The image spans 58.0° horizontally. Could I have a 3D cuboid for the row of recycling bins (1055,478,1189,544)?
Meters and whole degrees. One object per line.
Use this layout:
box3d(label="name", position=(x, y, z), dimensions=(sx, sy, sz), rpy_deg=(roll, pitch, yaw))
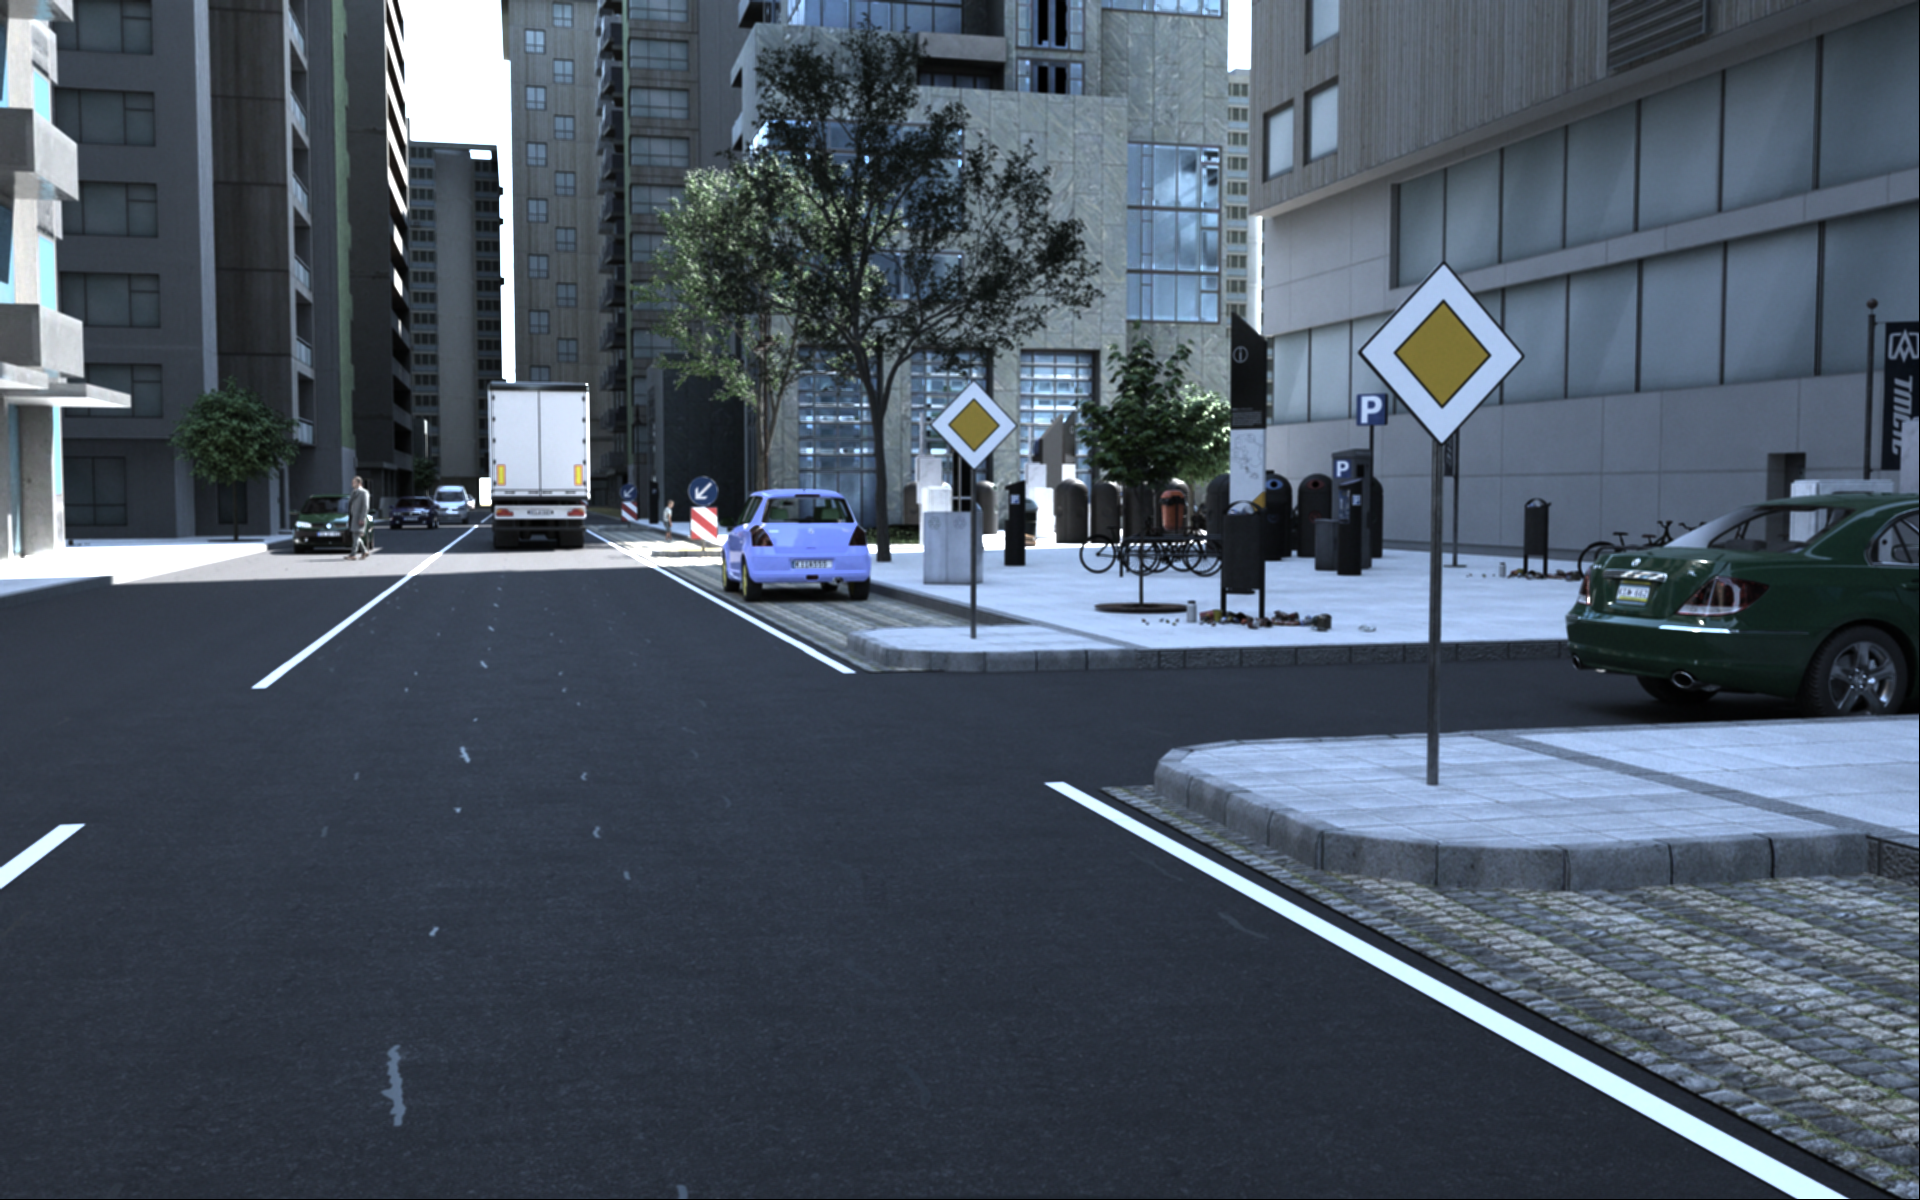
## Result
box3d(label="row of recycling bins", position=(4.260, -2.332, 45.241), dimensions=(3.534, 1.692, 1.069), rpy_deg=(-1, 4, -9))

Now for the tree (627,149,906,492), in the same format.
box3d(label="tree", position=(-5.738, -7.673, 51.212), dimensions=(9.928, 11.665, 9.643), rpy_deg=(0, 3, 0))

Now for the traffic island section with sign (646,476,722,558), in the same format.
box3d(label="traffic island section with sign", position=(-6.078, -1.907, 39.808), dimensions=(1.989, 1.847, 2.006), rpy_deg=(-1, 4, -14))

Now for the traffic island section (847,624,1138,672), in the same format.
box3d(label="traffic island section", position=(0.137, 0.420, 15.408), dimensions=(2.009, 0.180, 2.903), rpy_deg=(-1, 4, -14))

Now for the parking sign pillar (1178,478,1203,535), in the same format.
box3d(label="parking sign pillar", position=(6.776, -3.970, 53.375), dimensions=(1.447, 3.967, 1.447), rpy_deg=(-1, 4, -16))

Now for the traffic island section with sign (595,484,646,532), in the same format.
box3d(label="traffic island section with sign", position=(-12.858, -3.539, 66.489), dimensions=(1.989, 1.847, 2.006), rpy_deg=(-1, 4, -14))

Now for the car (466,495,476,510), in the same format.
box3d(label="car", position=(-44.918, -8.834, 156.803), dimensions=(2.083, 1.381, 4.827), rpy_deg=(-1, 4, -16))

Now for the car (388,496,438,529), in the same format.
box3d(label="car", position=(-22.610, -3.619, 71.750), dimensions=(1.945, 1.354, 3.894), rpy_deg=(-1, 4, -13))

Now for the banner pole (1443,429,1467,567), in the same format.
box3d(label="banner pole", position=(8.590, -2.459, 30.225), dimensions=(0.401, 3.779, 0.863), rpy_deg=(2, 4, 35))

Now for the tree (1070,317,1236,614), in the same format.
box3d(label="tree", position=(1.945, -1.500, 19.126), dimensions=(1.663, 3.219, 1.824), rpy_deg=(0, 3, 0))

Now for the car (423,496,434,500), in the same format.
box3d(label="car", position=(-29.931, -5.245, 98.333), dimensions=(1.945, 1.354, 3.894), rpy_deg=(-1, 4, -13))

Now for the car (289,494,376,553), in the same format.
box3d(label="car", position=(-15.598, -2.042, 43.176), dimensions=(2.009, 1.686, 4.222), rpy_deg=(-1, 4, -16))

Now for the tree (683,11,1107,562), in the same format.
box3d(label="tree", position=(-1.398, -6.026, 32.942), dimensions=(8.767, 10.594, 7.601), rpy_deg=(0, 4, 4))

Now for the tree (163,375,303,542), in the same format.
box3d(label="tree", position=(-19.781, -3.871, 47.005), dimensions=(4.285, 4.588, 4.351), rpy_deg=(0, 3, 0))

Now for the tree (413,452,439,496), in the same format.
box3d(label="tree", position=(-42.463, -9.297, 135.724), dimensions=(4.285, 4.588, 4.351), rpy_deg=(0, 3, 0))

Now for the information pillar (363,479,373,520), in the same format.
box3d(label="information pillar", position=(-29.294, -4.968, 85.725), dimensions=(0.304, 2.012, 0.304), rpy_deg=(1, 4, 17))

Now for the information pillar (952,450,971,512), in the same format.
box3d(label="information pillar", position=(0.065, -1.476, 28.625), dimensions=(0.304, 2.012, 0.304), rpy_deg=(-2, 4, -23))

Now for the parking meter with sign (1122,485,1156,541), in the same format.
box3d(label="parking meter with sign", position=(5.163, -3.094, 46.855), dimensions=(1.738, 3.016, 0.543), rpy_deg=(-1, 4, -22))

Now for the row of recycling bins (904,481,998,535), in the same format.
box3d(label="row of recycling bins", position=(-0.301, -2.846, 53.652), dimensions=(3.534, 1.692, 1.069), rpy_deg=(-3, 5, -41))

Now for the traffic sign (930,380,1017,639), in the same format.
box3d(label="traffic sign", position=(0.116, -0.715, 15.325), dimensions=(0.795, 2.450, 0.064), rpy_deg=(-1, 4, -14))

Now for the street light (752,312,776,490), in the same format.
box3d(label="street light", position=(-4.696, -4.226, 41.877), dimensions=(0.468, 5.910, 1.993), rpy_deg=(-1, 4, -14))

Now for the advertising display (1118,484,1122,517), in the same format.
box3d(label="advertising display", position=(5.311, -2.964, 53.677), dimensions=(0.974, 1.923, 0.123), rpy_deg=(-1, 4, -20))

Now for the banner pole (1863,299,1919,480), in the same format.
box3d(label="banner pole", position=(11.908, -1.970, 22.228), dimensions=(0.863, 3.779, 0.401), rpy_deg=(1, 4, 20))

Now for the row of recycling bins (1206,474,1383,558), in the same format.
box3d(label="row of recycling bins", position=(6.792, -1.724, 35.293), dimensions=(3.534, 1.692, 1.069), rpy_deg=(1, 4, 8))

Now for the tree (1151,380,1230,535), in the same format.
box3d(label="tree", position=(6.776, -4.061, 50.104), dimensions=(4.285, 4.588, 4.351), rpy_deg=(0, 3, 0))

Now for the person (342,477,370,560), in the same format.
box3d(label="person", position=(-13.181, -1.784, 37.778), dimensions=(0.694, 1.812, 0.767), rpy_deg=(3, 4, 39))

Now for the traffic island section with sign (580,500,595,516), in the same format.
box3d(label="traffic island section with sign", position=(-24.954, -6.447, 114.034), dimensions=(1.989, 1.847, 2.006), rpy_deg=(-1, 4, -14))

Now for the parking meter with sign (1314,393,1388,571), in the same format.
box3d(label="parking meter with sign", position=(6.648, -2.036, 29.553), dimensions=(0.543, 3.016, 1.738), rpy_deg=(3, 4, 39))

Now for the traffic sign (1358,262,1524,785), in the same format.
box3d(label="traffic sign", position=(2.084, -0.241, 7.586), dimensions=(0.795, 2.450, 0.064), rpy_deg=(-1, 4, -14))

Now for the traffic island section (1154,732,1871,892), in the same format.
box3d(label="traffic island section", position=(2.105, 0.894, 7.668), dimensions=(2.009, 0.180, 2.903), rpy_deg=(-1, 4, -14))

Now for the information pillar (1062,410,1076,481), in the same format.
box3d(label="information pillar", position=(3.038, -3.475, 48.171), dimensions=(0.183, 3.616, 0.504), rpy_deg=(3, 5, 44))

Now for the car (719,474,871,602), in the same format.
box3d(label="car", position=(-2.370, -0.903, 24.352), dimensions=(1.945, 1.707, 3.694), rpy_deg=(-1, 4, -14))

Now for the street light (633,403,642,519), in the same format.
box3d(label="street light", position=(-16.414, -7.063, 88.270), dimensions=(0.468, 5.910, 1.993), rpy_deg=(-1, 4, -14))

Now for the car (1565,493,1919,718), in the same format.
box3d(label="car", position=(6.506, 0.017, 11.528), dimensions=(4.920, 1.459, 2.131), rpy_deg=(-1, 4, -14))

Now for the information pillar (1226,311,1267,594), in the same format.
box3d(label="information pillar", position=(3.667, -1.883, 22.139), dimensions=(0.504, 3.616, 0.183), rpy_deg=(3, 4, 36))

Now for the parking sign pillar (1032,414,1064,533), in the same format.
box3d(label="parking sign pillar", position=(2.927, -4.232, 57.661), dimensions=(1.447, 3.967, 1.447), rpy_deg=(3, 4, 36))
